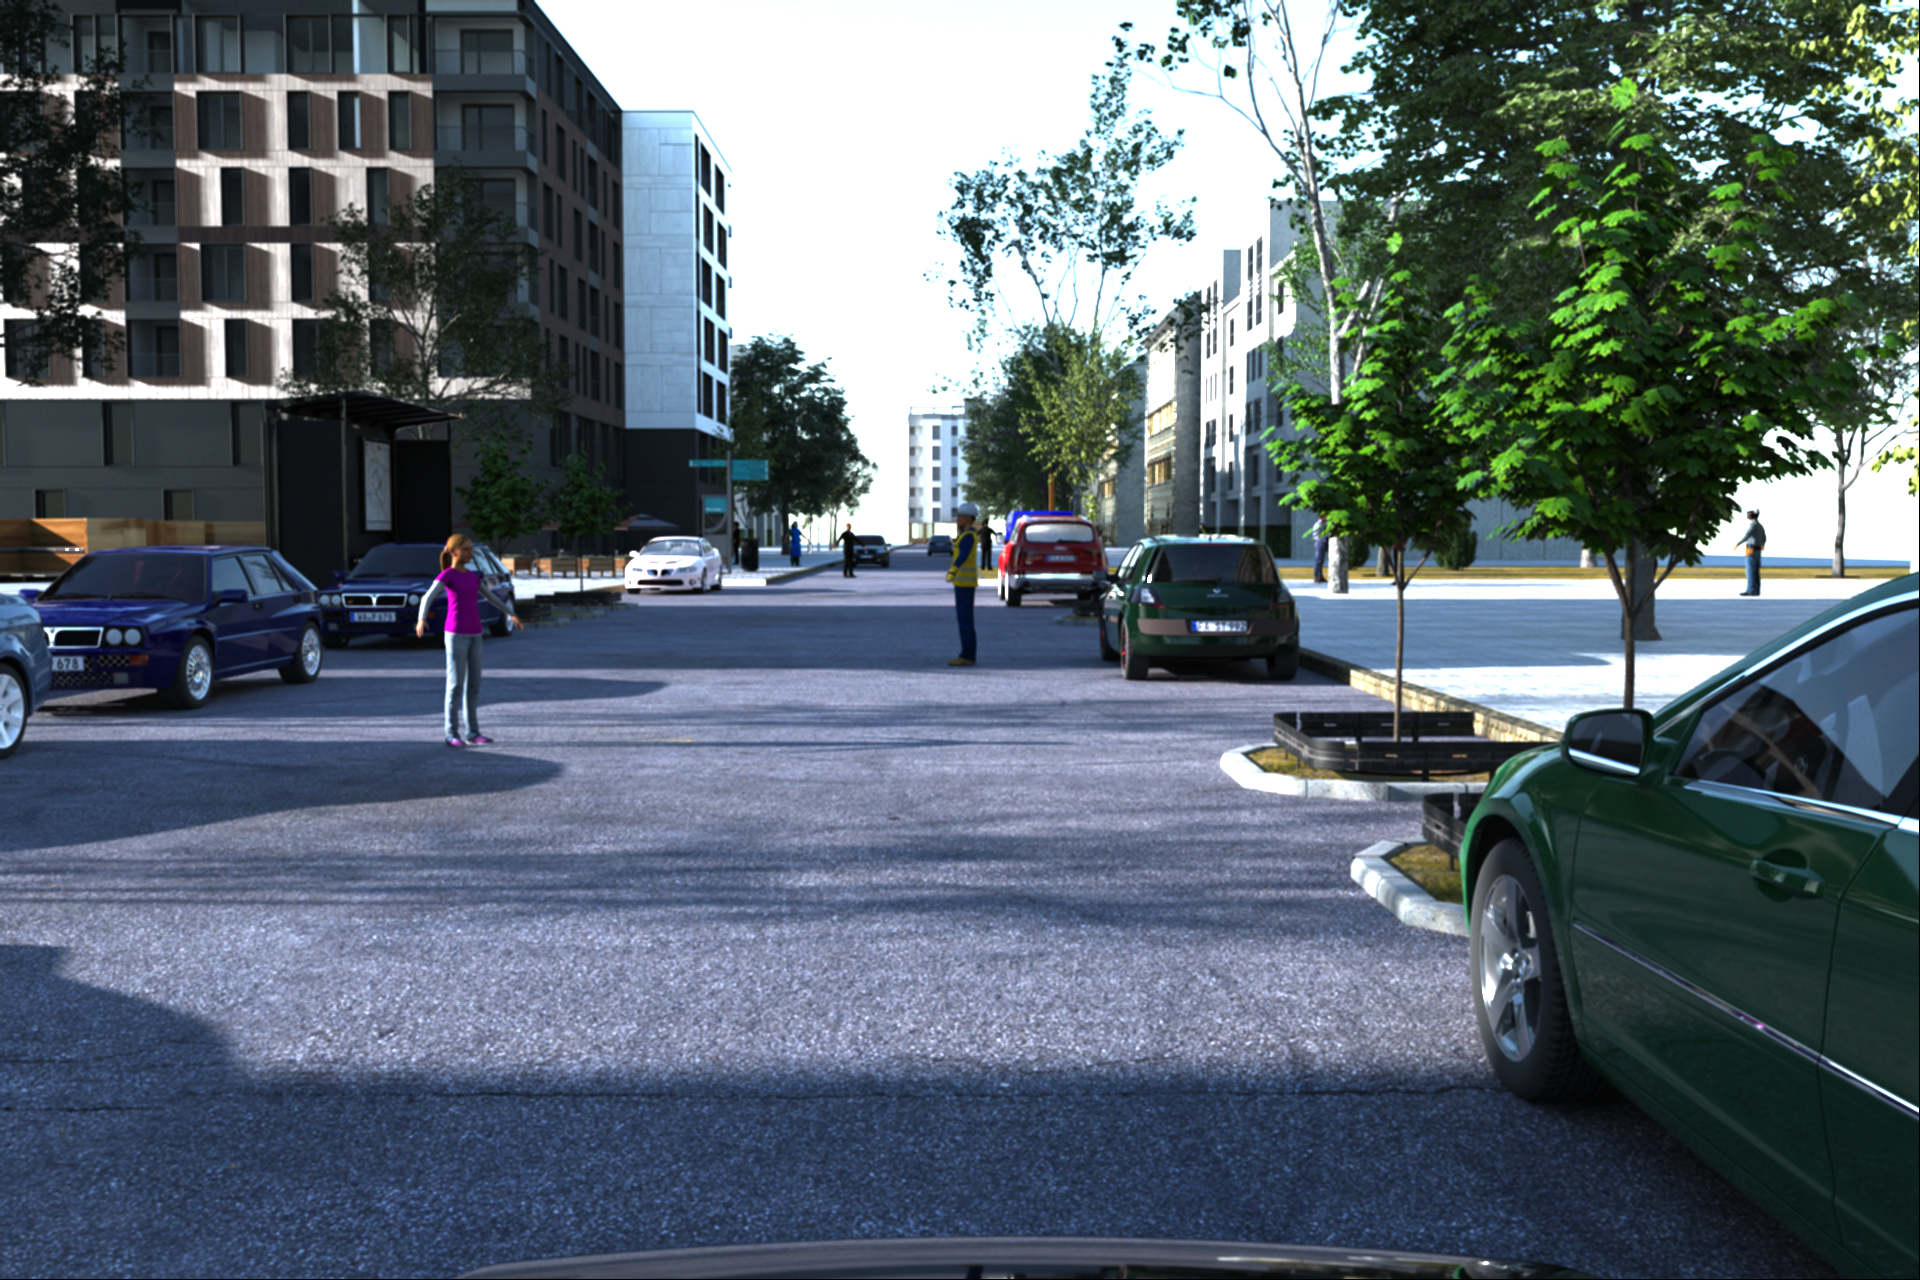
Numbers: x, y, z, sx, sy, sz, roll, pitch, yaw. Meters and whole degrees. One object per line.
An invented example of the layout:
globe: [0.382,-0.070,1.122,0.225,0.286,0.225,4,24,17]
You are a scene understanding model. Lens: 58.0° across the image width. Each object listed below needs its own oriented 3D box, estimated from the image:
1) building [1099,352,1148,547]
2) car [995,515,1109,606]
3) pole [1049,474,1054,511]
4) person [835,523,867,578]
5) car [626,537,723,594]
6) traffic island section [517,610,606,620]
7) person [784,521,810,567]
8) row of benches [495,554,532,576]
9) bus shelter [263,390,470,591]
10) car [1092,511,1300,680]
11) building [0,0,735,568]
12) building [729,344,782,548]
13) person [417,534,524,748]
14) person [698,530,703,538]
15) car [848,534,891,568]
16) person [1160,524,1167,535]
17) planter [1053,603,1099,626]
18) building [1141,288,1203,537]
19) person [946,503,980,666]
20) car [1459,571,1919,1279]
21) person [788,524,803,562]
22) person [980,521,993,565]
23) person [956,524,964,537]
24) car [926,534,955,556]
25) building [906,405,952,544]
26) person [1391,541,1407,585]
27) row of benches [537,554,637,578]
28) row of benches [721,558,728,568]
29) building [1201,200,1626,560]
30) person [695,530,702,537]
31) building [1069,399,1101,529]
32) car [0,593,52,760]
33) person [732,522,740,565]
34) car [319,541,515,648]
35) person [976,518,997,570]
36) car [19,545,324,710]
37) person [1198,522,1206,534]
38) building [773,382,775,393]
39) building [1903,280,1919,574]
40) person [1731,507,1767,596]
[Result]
building: [24.198,-21.053,175.143,19.493,23.208,18.063,0,4,0]
car: [1.889,-1.671,35.988,2.281,1.827,5.304,0,4,-1]
pole: [3.100,-3.956,58.516,0.158,3.312,0.155,0,3,0]
person: [-3.637,-2.948,56.879,1.346,1.802,0.704,-3,5,-45]
car: [-7.017,-1.866,42.872,2.083,1.381,4.827,0,4,0]
traffic island section: [-7.190,-0.426,29.834,1.991,0.108,1.994,0,4,0]
person: [-6.467,-3.805,68.336,0.704,1.817,1.347,3,5,42]
row of benches: [-14.788,-2.368,54.173,4.104,0.672,1.422,3,5,41]
bus shelter: [-10.549,-2.448,31.315,1.731,3.624,6.357,0,4,0]
car: [2.450,-0.526,18.394,2.009,1.686,4.222,0,3,0]
building: [-26.775,-14.544,81.772,27.936,21.610,32.646,0,3,0]
building: [-28.383,-19.010,177.266,16.747,18.905,31.486,0,4,0]
person: [-3.315,0.001,11.712,0.599,1.433,0.991,2,4,27]
person: [-10.828,-4.141,73.841,0.704,1.812,1.346,2,4,33]
car: [-3.951,-3.979,74.837,2.009,1.686,4.222,0,4,0]
person: [9.488,-4.573,81.577,0.721,1.733,1.217,1,4,13]
planter: [2.510,-0.413,27.894,1.991,0.319,1.994,0,4,-1]
building: [23.943,-18.143,127.570,19.493,23.208,18.063,0,4,0]
person: [-0.016,-0.614,18.967,0.721,1.772,1.216,0,4,7]
car: [2.327,0.537,3.017,2.131,1.459,4.920,0,4,-1]
person: [-7.344,-4.309,77.178,0.721,1.740,1.216,-2,4,-34]
person: [1.043,-3.948,70.735,0.705,1.806,1.347,-1,4,-18]
person: [0.047,-2.106,42.663,0.705,1.856,1.354,0,4,2]
car: [-1.282,-6.348,115.794,2.014,1.417,4.499,0,4,0]
building: [-7.253,-23.593,244.628,11.380,20.090,16.016,0,4,-1]
person: [10.988,-2.251,43.605,0.721,1.729,1.215,0,4,-6]
row of benches: [-10.859,-2.226,51.857,1.422,0.672,4.104,3,4,36]
row of benches: [-9.922,-2.905,62.956,1.422,0.672,4.104,2,4,30]
building: [24.648,-14.312,100.457,16.747,18.905,31.486,0,4,0]
person: [-11.543,-4.460,78.775,1.347,1.847,0.705,1,4,10]
building: [23.559,-23.780,219.734,19.493,23.208,18.063,0,4,0]
car: [-6.934,0.139,9.732,2.014,1.417,4.499,0,3,0]
person: [-9.451,-4.086,72.997,0.705,1.806,1.347,0,4,-7]
car: [-7.145,-0.634,22.954,1.945,1.354,3.894,0,4,0]
person: [0.948,-3.397,61.481,1.347,1.837,0.705,1,4,17]
car: [-7.084,-0.170,15.361,1.945,1.354,3.894,0,4,0]
person: [10.683,-4.286,76.050,0.705,1.833,1.349,1,4,22]
building: [-27.693,-21.163,202.434,16.016,20.090,11.380,0,4,-1]
building: [28.506,-12.585,24.842,14.460,24.649,34.723,0,4,0]
person: [16.464,-1.845,36.012,1.345,1.849,0.704,-3,5,-40]
